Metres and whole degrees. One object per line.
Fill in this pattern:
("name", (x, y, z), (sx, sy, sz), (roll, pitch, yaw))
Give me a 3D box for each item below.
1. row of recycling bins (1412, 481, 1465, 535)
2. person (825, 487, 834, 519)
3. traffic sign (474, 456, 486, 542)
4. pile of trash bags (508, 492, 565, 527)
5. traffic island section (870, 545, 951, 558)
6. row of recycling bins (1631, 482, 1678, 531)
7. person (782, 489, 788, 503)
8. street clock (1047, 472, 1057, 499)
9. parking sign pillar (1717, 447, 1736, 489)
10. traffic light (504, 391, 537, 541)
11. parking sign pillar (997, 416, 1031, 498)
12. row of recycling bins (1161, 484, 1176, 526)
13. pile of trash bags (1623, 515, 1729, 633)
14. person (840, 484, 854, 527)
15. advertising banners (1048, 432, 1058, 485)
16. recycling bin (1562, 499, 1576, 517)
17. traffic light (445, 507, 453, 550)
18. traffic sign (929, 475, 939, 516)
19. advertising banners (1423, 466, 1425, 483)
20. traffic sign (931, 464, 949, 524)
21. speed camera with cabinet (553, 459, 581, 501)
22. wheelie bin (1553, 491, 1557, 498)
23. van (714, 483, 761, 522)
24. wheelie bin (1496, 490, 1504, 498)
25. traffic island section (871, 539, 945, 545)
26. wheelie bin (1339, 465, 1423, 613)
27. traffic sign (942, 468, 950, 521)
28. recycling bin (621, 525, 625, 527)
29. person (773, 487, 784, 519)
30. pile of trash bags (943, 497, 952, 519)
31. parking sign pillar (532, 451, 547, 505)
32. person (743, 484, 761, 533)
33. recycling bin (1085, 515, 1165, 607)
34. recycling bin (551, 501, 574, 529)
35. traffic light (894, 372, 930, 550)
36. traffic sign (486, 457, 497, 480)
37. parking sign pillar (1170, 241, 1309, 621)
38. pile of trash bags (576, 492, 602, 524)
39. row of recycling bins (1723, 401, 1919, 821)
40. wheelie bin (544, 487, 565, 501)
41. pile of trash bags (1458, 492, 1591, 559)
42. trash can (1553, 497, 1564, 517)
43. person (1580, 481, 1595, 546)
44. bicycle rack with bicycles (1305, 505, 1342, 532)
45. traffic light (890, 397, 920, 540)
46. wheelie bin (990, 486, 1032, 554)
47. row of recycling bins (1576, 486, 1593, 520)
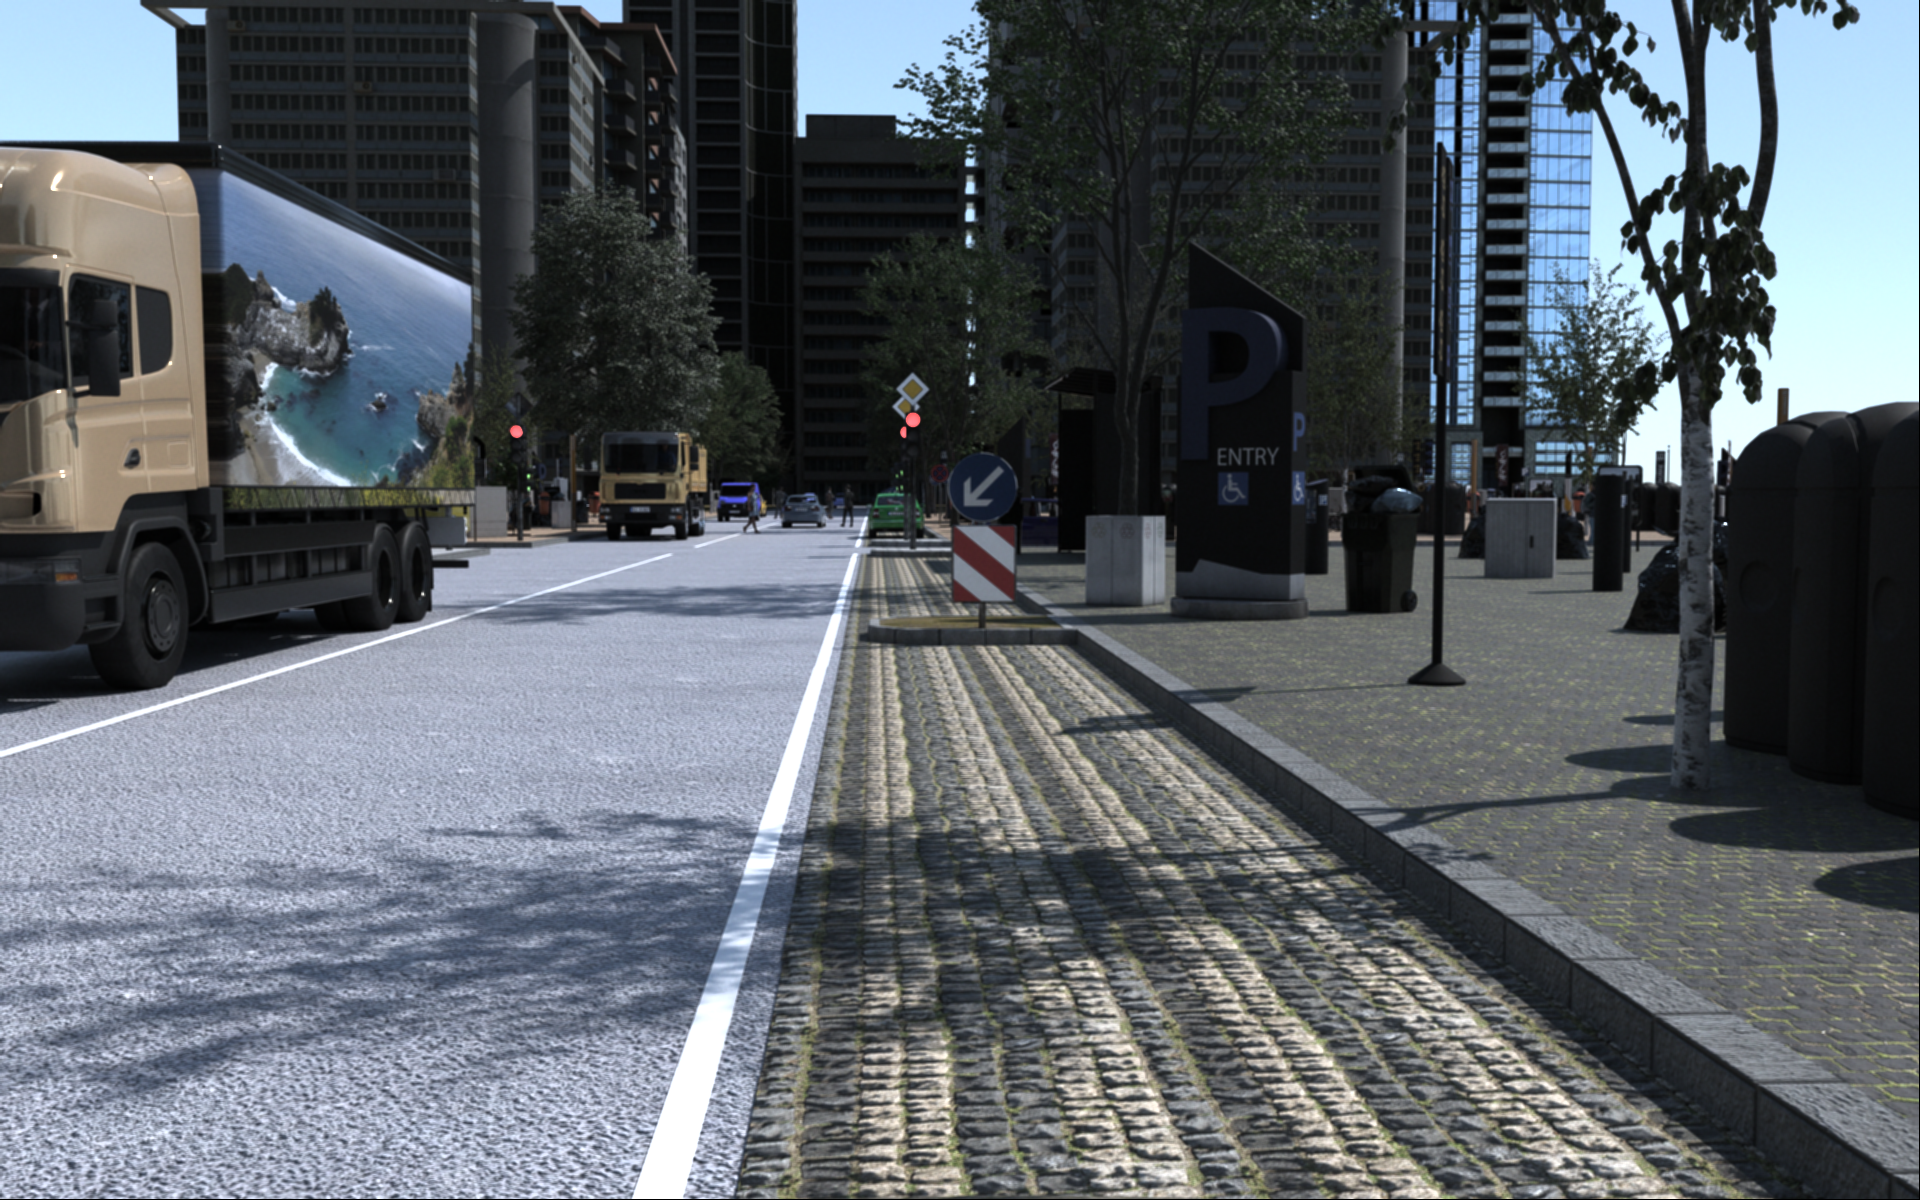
("row of recycling bins", (15.381, -2.952, 55.380), (1.069, 1.692, 3.534), (0, 4, 2))
("person", (-7.495, -5.563, 99.422), (0.622, 1.834, 0.822), (2, 4, 28))
("traffic sign", (-13.066, -2.722, 46.642), (0.606, 2.300, 0.079), (0, 4, 6))
("pile of trash bags", (-16.809, -3.611, 68.795), (1.912, 1.369, 3.447), (-2, 4, -26))
("traffic island section", (-1.067, -1.091, 40.113), (2.009, 0.180, 2.903), (0, 4, -3))
("row of recycling bins", (24.391, -3.257, 60.372), (1.069, 1.692, 3.534), (-2, 4, -30))
("person", (-12.988, -7.310, 128.007), (1.348, 1.826, 0.705), (3, 4, 37))
("street clock", (3.037, -3.198, 56.858), (0.358, 2.002, 0.471), (-1, 4, -13))
("parking sign pillar", (44.073, -6.788, 99.460), (1.447, 3.967, 1.447), (-1, 4, -16))
("traffic light", (-12.053, -3.579, 47.431), (0.839, 4.253, 0.868), (0, 4, -3))
("parking sign pillar", (1.882, -4.399, 60.396), (1.447, 3.967, 1.447), (-3, 5, -41))
("row of recycling bins", (8.193, -3.919, 71.192), (1.069, 1.692, 3.534), (-1, 4, -14))
("pile of trash bags", (8.103, -0.429, 16.767), (3.447, 1.369, 1.912), (-3, 4, -37))
("person", (-4.942, -4.129, 75.778), (0.659, 1.850, 0.755), (-3, 4, -38))
("advertising banners", (3.209, -3.198, 48.471), (0.090, 3.025, 2.074), (-3, 5, -42))
("recycling bin", (32.143, -4.822, 91.391), (0.722, 1.027, 0.722), (3, 5, 44))
("traffic light", (-11.654, -3.091, 39.456), (0.839, 4.253, 0.868), (0, 4, -3))
("traffic sign", (-1.433, -6.195, 101.391), (0.768, 2.556, 0.104), (0, 4, 5))
("advertising banners", (28.512, -6.826, 107.797), (0.090, 3.025, 2.074), (0, 4, -8))
("traffic sign", (-0.856, -4.528, 74.134), (0.768, 2.556, 0.104), (0, 4, 4))
("speed camera with cabinet", (-22.072, -6.301, 97.362), (0.660, 3.252, 2.038), (-3, 5, -44))
("wheelie bin", (38.998, -6.512, 114.386), (0.693, 1.594, 0.980), (3, 4, 37))
("van", (-11.647, -5.317, 91.320), (2.240, 2.365, 5.245), (0, 4, -2))
("wheelie bin", (37.326, -6.867, 120.178), (0.693, 1.594, 0.980), (3, 5, 40))
("traffic island section", (-1.466, -1.578, 48.088), (2.009, 0.180, 2.903), (0, 4, -3))
("wheelie bin", (4.582, -0.670, 18.855), (0.693, 1.594, 0.980), (-3, 5, -44))
("traffic sign", (-0.664, -5.122, 83.848), (0.768, 2.556, 0.104), (0, 4, 2))
("recycling bin", (-13.476, -3.401, 68.167), (0.722, 1.027, 0.722), (1, 4, 9))
("person", (-10.576, -5.676, 101.113), (0.655, 1.846, 0.447), (-1, 4, -11))
("pile of trash bags", (-0.007, -4.834, 88.781), (1.912, 1.369, 3.447), (1, 4, 12))
("parking sign pillar", (-26.667, -7.424, 109.851), (1.447, 3.967, 1.447), (1, 4, 9))
("person", (-7.622, -3.340, 63.205), (0.778, 1.811, 0.616), (2, 4, 27))
("recycling bin", (1.920, -0.460, 20.081), (0.722, 1.027, 0.722), (2, 4, 30))
("recycling bin", (-14.558, -3.125, 63.645), (0.722, 1.027, 0.722), (-2, 4, -31))
("traffic light", (-1.107, -3.124, 39.997), (0.839, 4.253, 0.868), (0, 4, -3))
("traffic sign", (-14.680, -3.246, 54.255), (0.795, 2.450, 0.064), (0, 4, 5))
("parking sign pillar", (2.944, -1.815, 18.142), (1.447, 3.967, 1.447), (2, 4, 33))
("pile of trash bags", (-16.730, -3.994, 75.057), (3.447, 1.369, 1.912), (3, 4, 38))
("row of recycling bins", (4.231, -0.015, 7.351), (1.069, 1.692, 3.534), (0, 4, 3))
("wheelie bin", (-17.020, -3.946, 72.419), (0.980, 1.594, 0.693), (0, 4, -7))
("pile of trash bags", (11.869, -1.526, 34.700), (3.447, 1.369, 1.912), (-1, 4, -18))
("trash can", (26.829, -4.067, 78.151), (0.748, 1.137, 0.748), (0, 3, 0))
("person", (16.486, -2.210, 44.975), (0.721, 1.781, 0.623), (3, 5, 42))
("bicycle rack with bicycles", (12.092, -2.738, 58.152), (2.925, 0.926, 2.852), (-1, 4, -13))
("traffic light", (-1.506, -3.612, 47.972), (0.839, 4.253, 0.868), (0, 4, -3))
("wheelie bin", (0.997, -1.795, 37.251), (0.693, 1.594, 0.980), (-1, 4, -18))
("row of recycling bins", (30.944, -4.687, 83.737), (1.069, 1.692, 3.534), (-1, 4, -11))
